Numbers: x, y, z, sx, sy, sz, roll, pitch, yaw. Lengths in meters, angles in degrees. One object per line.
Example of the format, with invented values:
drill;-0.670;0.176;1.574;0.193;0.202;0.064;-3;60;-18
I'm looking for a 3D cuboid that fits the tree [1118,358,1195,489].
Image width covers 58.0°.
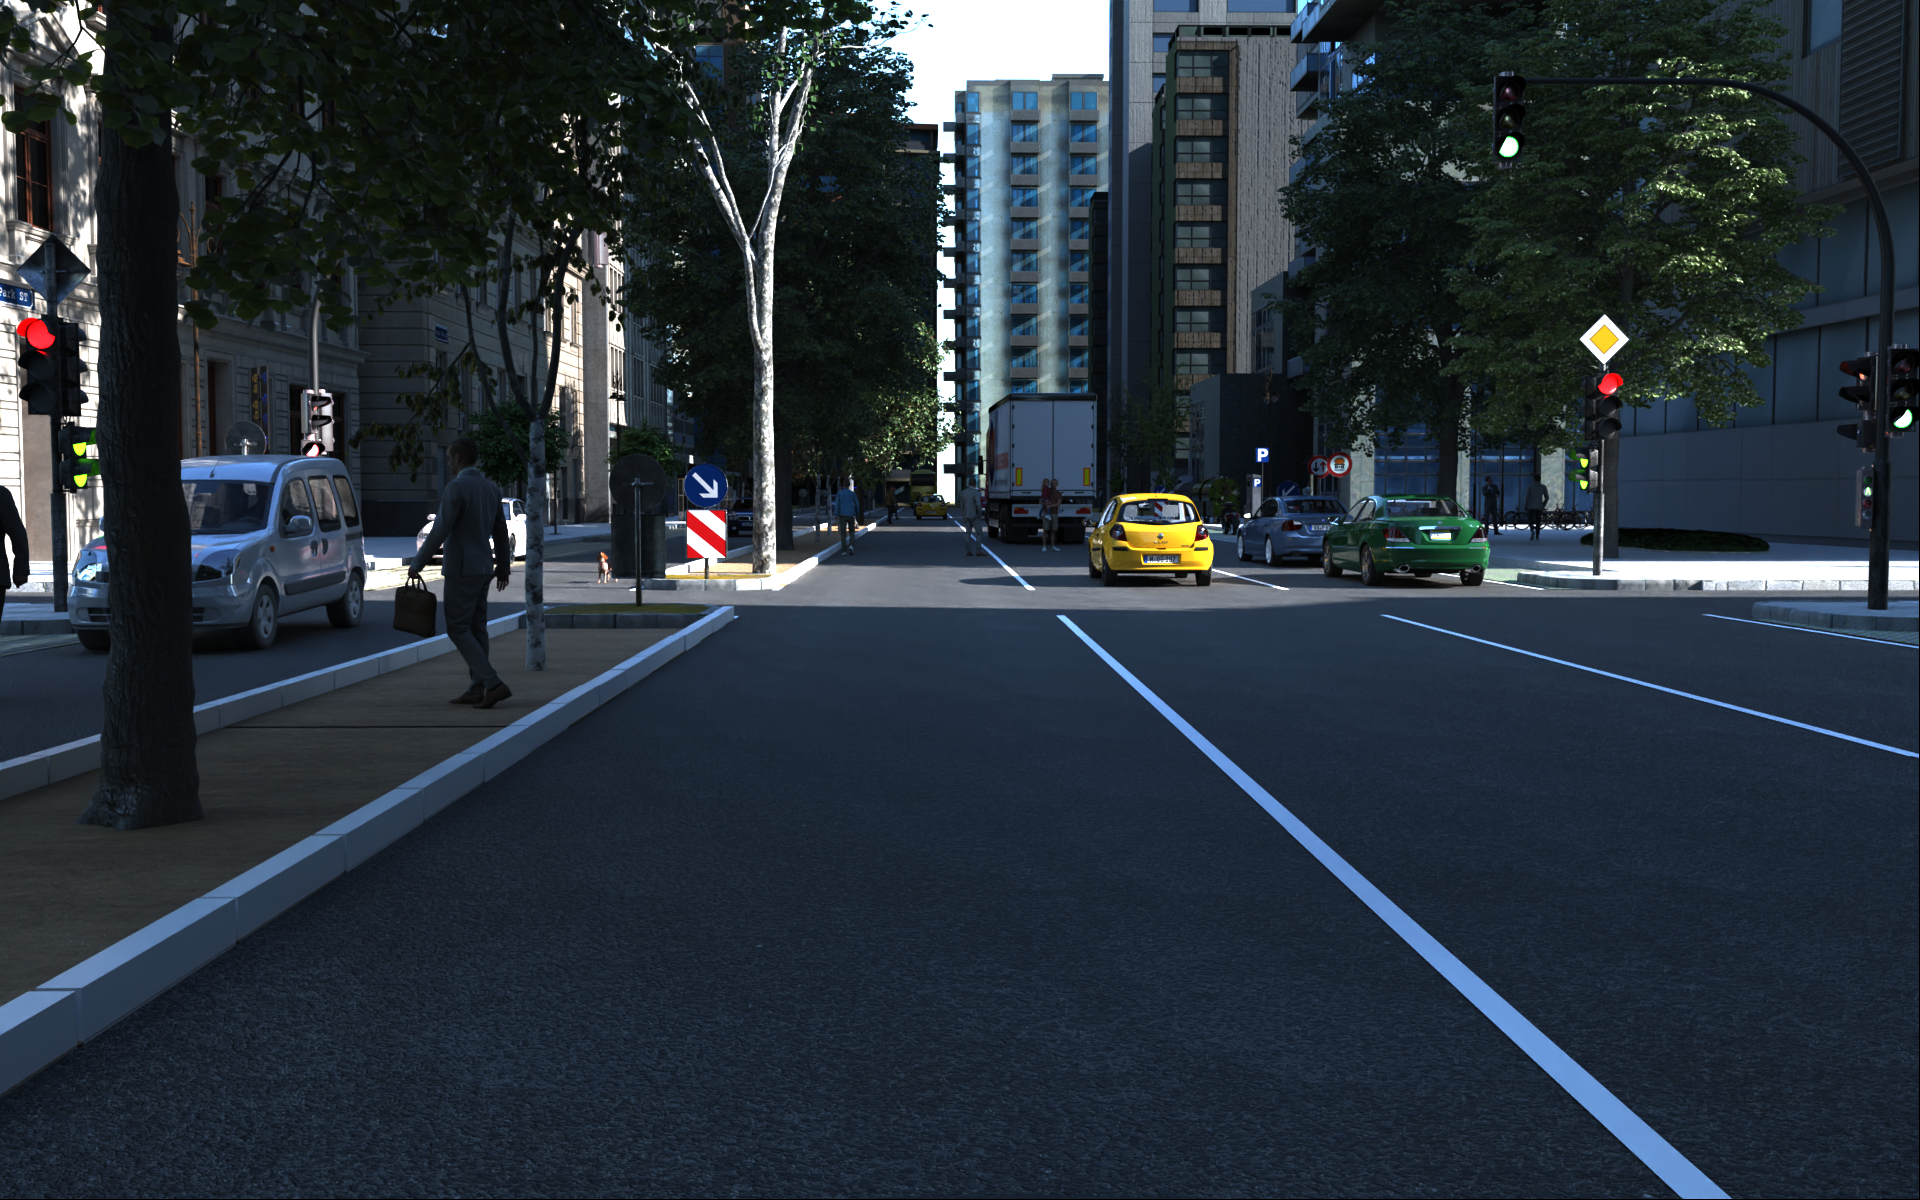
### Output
tree;10.681;-8.665;92.039;4.737;8.622;4.395;0;3;0

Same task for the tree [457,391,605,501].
tree;-13.547;-4.231;52.894;4.285;4.588;4.351;0;3;0

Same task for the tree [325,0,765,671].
tree;-3.450;-3.741;13.986;4.360;8.622;3.978;0;3;0

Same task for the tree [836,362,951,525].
tree;-4.592;-8.777;80.376;8.767;10.594;7.601;0;4;-1

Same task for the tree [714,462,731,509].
tree;-14.503;-6.618;102.804;1.663;3.219;1.824;0;3;0

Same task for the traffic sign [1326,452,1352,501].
traffic sign;11.385;-3.176;52.041;0.768;2.556;0.104;0;4;6

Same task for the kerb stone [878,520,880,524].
kerb stone;-3.823;-3.431;78.286;0.120;0.150;1.000;0;4;-1

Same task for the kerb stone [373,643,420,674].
kerb stone;-4.634;0.493;14.130;0.120;0.150;1.000;0;4;-1

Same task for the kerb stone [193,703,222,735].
kerb stone;-4.556;0.744;10.028;0.120;0.150;1.000;0;4;-1

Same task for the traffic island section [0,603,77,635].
traffic island section;-9.816;0.207;18.894;2.009;0.180;2.903;0;4;-1

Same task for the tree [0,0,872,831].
tree;-3.657;-5.323;7.609;7.486;12.596;7.792;0;3;0

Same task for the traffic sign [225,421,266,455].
traffic sign;-12.452;-1.839;30.181;0.768;2.556;0.104;0;4;8

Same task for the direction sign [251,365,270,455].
direction sign;-12.437;-2.377;30.859;0.379;3.537;0.876;-3;4;-39

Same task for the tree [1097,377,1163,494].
tree;10.454;-9.663;108.349;4.360;8.622;3.978;0;3;0

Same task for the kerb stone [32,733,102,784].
kerb stone;-4.537;0.808;9.000;0.120;0.150;1.000;0;4;-1

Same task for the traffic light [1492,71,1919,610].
traffic light;8.091;-2.711;18.992;4.771;5.953;1.251;0;4;-1

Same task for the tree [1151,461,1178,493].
tree;11.662;-6.387;99.030;1.663;3.219;1.824;0;3;0

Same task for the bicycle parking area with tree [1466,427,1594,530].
bicycle parking area with tree;19.890;-4.803;65.535;9.016;4.147;8.231;3;5;41

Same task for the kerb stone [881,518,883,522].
kerb stone;-3.947;-3.807;84.446;0.120;0.150;1.000;0;4;-1

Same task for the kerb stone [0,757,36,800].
kerb stone;-4.517;0.870;7.979;0.120;0.150;1.000;0;4;-1

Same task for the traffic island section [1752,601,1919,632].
traffic island section;10.221;0.183;19.289;2.009;0.180;2.903;0;4;-1

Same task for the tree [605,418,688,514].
tree;-13.223;-5.426;72.427;4.285;4.588;4.351;0;3;0

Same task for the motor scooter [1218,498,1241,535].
motor scooter;9.461;-2.929;60.661;0.815;1.314;1.986;0;4;-2

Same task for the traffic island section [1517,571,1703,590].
traffic island section;10.061;-0.305;27.273;2.009;0.180;2.903;0;4;-1

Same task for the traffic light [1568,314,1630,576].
traffic light;10.021;-2.339;27.158;0.839;4.253;0.868;0;4;-1

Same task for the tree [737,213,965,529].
tree;-4.535;-9.230;70.368;9.611;12.733;9.660;0;3;0

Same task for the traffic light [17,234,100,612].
traffic light;-9.776;-1.825;18.760;0.839;4.253;0.868;0;4;-1

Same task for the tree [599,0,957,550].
tree;-4.584;-8.244;43.902;9.857;13.997;8.962;0;3;0

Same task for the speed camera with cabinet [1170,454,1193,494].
speed camera with cabinet;10.911;-5.572;85.440;0.660;3.252;2.038;-1;4;-10

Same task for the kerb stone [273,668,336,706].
kerb stone;-4.598;0.619;12.077;0.120;0.150;1.000;0;4;-1

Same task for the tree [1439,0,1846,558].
tree;13.421;-7.110;34.374;7.486;12.596;7.792;0;3;0

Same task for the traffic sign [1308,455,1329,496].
traffic sign;11.720;-3.450;56.520;0.768;2.556;0.104;0;4;7

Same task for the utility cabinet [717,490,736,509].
utility cabinet;-13.672;-5.655;101.140;1.173;1.500;0.318;0;4;-2

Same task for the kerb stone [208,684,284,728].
kerb stone;-4.576;0.682;11.050;0.120;0.150;1.000;0;4;-1

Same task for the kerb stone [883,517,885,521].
kerb stone;-3.999;-3.995;87.517;0.120;0.150;1.000;0;4;-1

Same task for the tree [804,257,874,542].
tree;-4.235;-6.021;51.268;4.360;8.622;3.978;0;3;0

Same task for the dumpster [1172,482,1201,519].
dumpster;10.875;-4.702;82.635;1.264;1.857;1.865;0;4;-1

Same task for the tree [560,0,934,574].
tree;-4.752;-10.582;31.365;12.611;20.169;13.585;0;3;0

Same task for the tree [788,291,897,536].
tree;-4.362;-6.753;63.233;4.737;8.622;4.395;0;3;0

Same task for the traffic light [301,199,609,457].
traffic light;-7.846;-3.190;26.820;4.771;5.953;1.251;0;4;-1

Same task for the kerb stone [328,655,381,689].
kerb stone;-4.618;0.556;13.099;0.120;0.150;1.000;0;4;-1

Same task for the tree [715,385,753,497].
tree;-14.117;-9.863;111.622;4.737;8.622;4.395;0;3;0

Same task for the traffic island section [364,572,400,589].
traffic island section;-9.976;-0.281;26.877;2.009;0.180;2.903;0;4;-1

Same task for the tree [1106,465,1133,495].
tree;10.404;-7.295;113.868;1.663;3.219;1.824;0;3;0

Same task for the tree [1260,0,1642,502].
tree;12.631;-8.411;44.180;9.857;13.997;8.962;0;3;0
